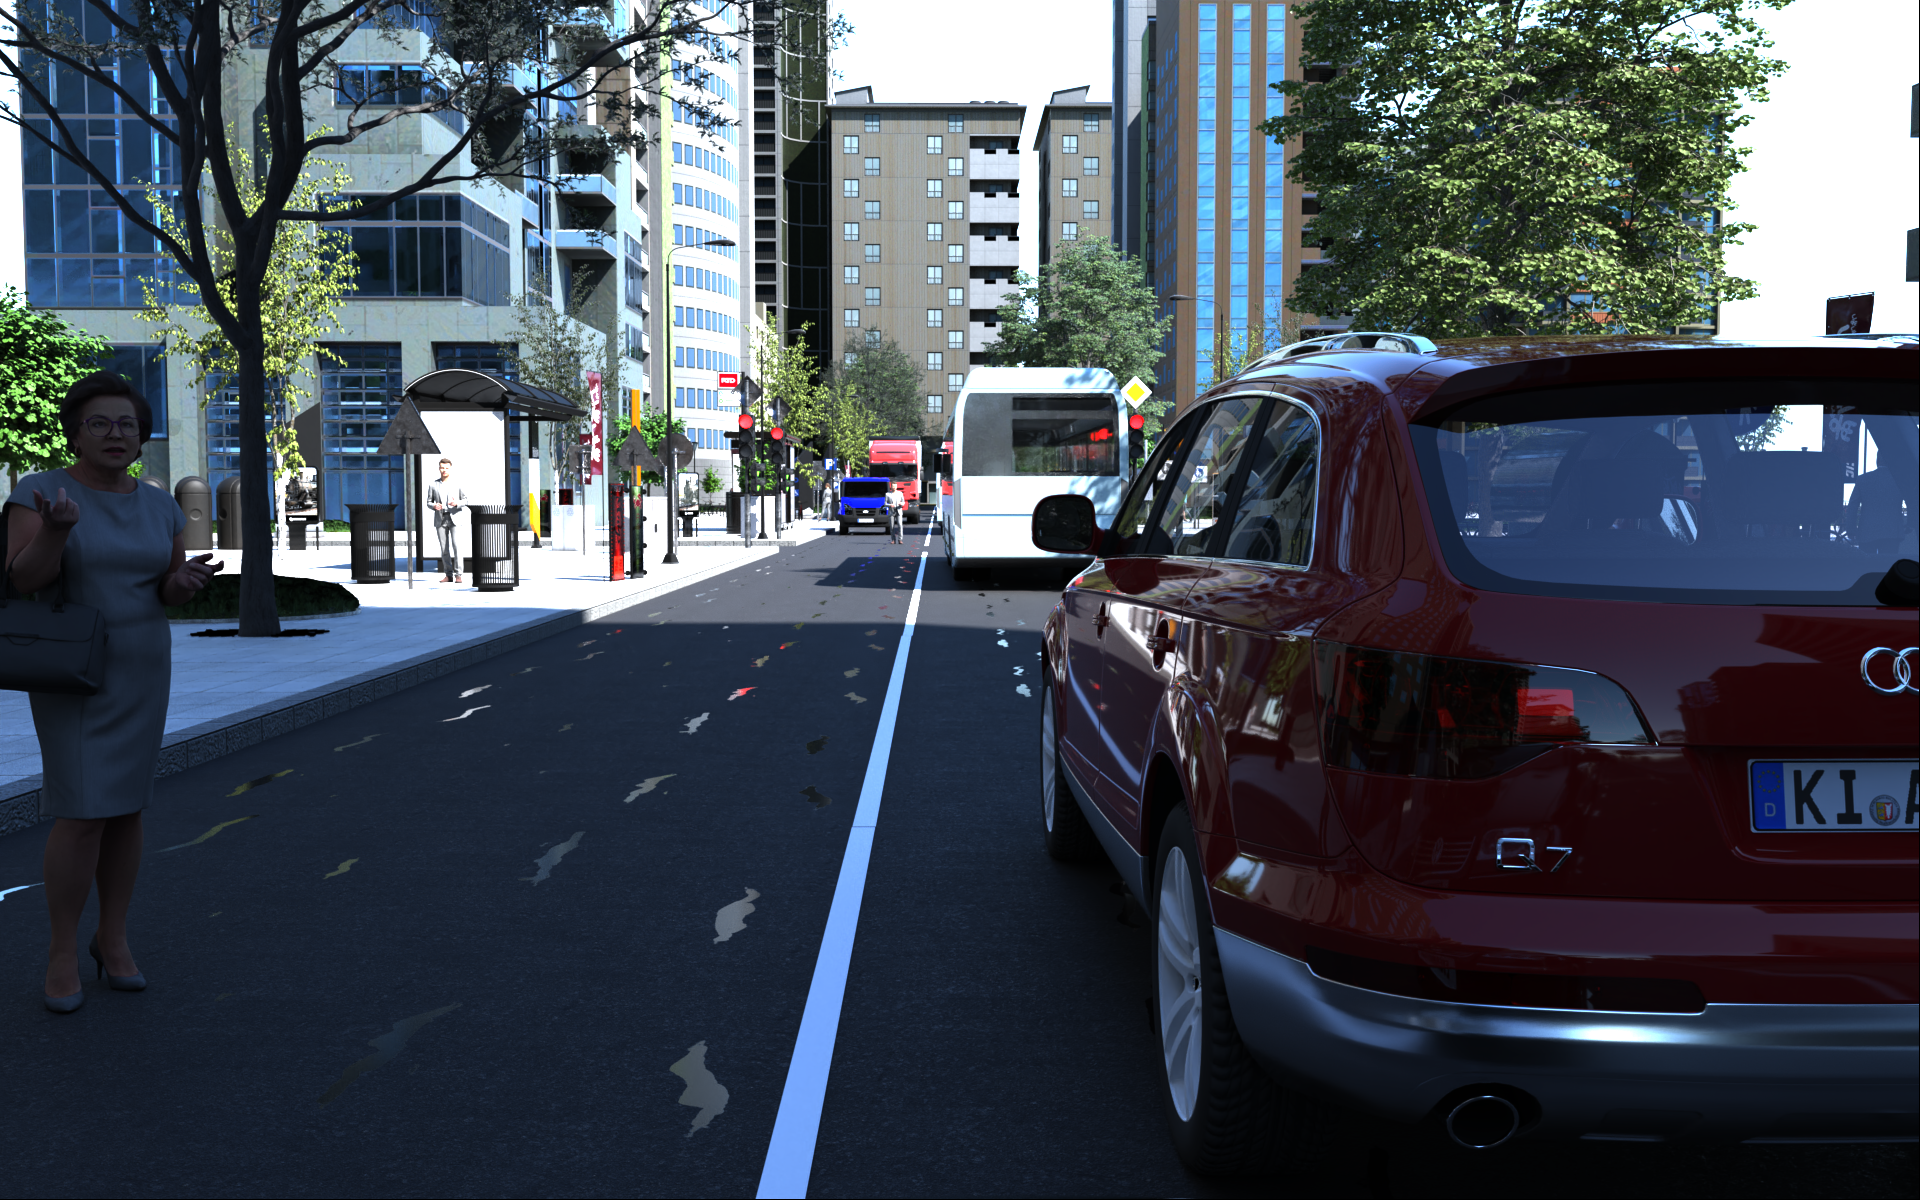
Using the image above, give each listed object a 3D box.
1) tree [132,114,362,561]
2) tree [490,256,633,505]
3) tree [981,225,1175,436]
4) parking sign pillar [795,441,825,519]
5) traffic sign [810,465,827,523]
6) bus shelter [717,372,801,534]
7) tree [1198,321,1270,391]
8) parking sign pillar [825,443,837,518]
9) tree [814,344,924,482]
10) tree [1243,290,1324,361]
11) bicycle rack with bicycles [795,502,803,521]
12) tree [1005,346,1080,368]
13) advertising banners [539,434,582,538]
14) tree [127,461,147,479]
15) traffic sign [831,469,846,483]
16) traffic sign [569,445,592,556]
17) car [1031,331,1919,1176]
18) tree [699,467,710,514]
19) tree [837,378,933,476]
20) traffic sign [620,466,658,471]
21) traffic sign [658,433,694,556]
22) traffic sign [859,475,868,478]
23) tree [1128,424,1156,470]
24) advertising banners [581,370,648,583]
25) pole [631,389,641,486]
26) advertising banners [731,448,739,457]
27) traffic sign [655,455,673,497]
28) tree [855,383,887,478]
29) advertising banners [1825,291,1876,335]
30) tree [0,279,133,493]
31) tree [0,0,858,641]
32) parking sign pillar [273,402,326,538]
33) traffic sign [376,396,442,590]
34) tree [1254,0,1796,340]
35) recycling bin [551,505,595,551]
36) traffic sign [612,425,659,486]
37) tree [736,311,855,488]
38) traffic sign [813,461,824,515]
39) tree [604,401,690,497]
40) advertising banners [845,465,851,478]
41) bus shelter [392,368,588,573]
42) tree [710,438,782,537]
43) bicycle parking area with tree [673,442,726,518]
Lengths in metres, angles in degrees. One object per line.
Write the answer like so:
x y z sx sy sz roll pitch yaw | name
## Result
-13.175 -5.045 32.848 4.737 8.622 4.395 0 3 0 | tree
-12.537 -6.381 54.686 4.360 8.622 3.978 0 3 0 | tree
5.759 -10.857 84.167 9.857 13.997 8.962 0 3 0 | tree
-8.018 -6.107 88.318 1.447 3.967 1.447 2 4 28 | parking sign pillar
-6.256 -4.664 76.356 0.768 2.556 0.104 0 4 6 | traffic sign
-6.904 -5.009 59.528 2.179 5.291 8.768 0 4 -1 | bus shelter
12.237 -7.573 74.187 4.737 8.622 4.395 0 3 0 | tree
-6.986 -6.367 92.568 1.447 3.967 1.447 -1 4 -23 | parking sign pillar
-7.824 -14.760 147.986 9.857 13.997 8.962 0 3 0 | tree
12.122 -6.834 62.102 4.360 8.622 3.978 0 3 0 | tree
-8.451 -4.239 82.691 2.852 0.926 2.925 0 4 8 | bicycle rack with bicycles
6.015 -12.461 121.858 7.486 12.596 7.792 0 3 0 | tree
-11.508 -3.318 50.439 2.074 3.025 0.090 1 4 21 | advertising banners
-28.348 -3.898 58.333 1.663 3.219 1.824 0 3 0 | tree
-6.380 -5.568 90.769 0.795 2.593 0.064 1 4 9 | traffic sign
-7.788 -2.062 35.840 0.606 2.300 0.079 0 4 5 | traffic sign
1.403 0.211 5.219 2.281 1.827 5.304 0 4 -2 | car
-16.132 -7.185 112.071 1.663 3.219 1.824 0 3 0 | tree
-7.493 -15.049 163.057 9.611 12.733 9.660 0 3 0 | tree
-7.352 -2.426 39.665 0.884 2.594 0.081 0 4 7 | traffic sign
-5.929 -2.201 36.097 0.768 2.556 0.104 0 4 8 | traffic sign
-6.486 -7.076 115.792 0.768 2.556 0.104 1 4 8 | traffic sign
6.132 -5.117 67.373 4.285 4.588 4.351 0 3 0 | tree
-5.050 -1.792 25.491 0.090 3.025 2.074 1 4 12 | advertising banners
-6.337 -2.449 33.883 0.158 3.312 0.155 0 3 0 | pole
-8.110 -4.274 66.067 0.090 3.025 2.074 -3 5 -43 | advertising banners
-8.839 -3.177 52.044 0.768 2.556 0.104 1 4 9 | traffic sign
-6.981 -9.778 110.229 4.737 8.622 4.395 0 3 0 | tree
7.549 -1.211 15.995 0.090 3.025 2.074 -1 4 -19 | advertising banners
-14.495 -2.627 26.667 4.285 4.588 4.351 0 3 0 | tree
-6.376 -6.409 15.155 12.009 13.543 11.850 0 3 0 | tree
-19.340 -3.801 50.617 1.447 3.967 1.447 -1 4 -18 | parking sign pillar
-7.355 -1.413 23.110 0.884 2.594 0.081 0 4 4 | traffic sign
7.837 -6.518 24.691 7.486 12.596 7.792 0 3 0 | tree
-8.762 -1.631 39.226 0.722 1.027 0.722 1 4 23 | recycling bin
-6.135 -2.000 32.711 0.884 2.594 0.081 0 4 1 | traffic sign
-7.015 -7.268 69.193 4.737 8.622 4.395 0 3 0 | tree
-8.672 -6.855 105.950 2.265 3.308 0.079 0 4 4 | traffic sign
-10.975 -4.742 61.240 4.285 4.588 4.351 0 3 0 | tree
-6.281 -6.646 104.853 0.090 3.025 2.074 3 4 38 | advertising banners
-8.120 -2.242 30.581 2.014 3.302 5.546 0 4 -1 | bus shelter
-6.279 -3.527 52.262 1.663 3.219 1.824 0 3 0 | tree
-13.567 -6.775 97.775 9.016 4.147 8.231 3 5 40 | bicycle parking area with tree
